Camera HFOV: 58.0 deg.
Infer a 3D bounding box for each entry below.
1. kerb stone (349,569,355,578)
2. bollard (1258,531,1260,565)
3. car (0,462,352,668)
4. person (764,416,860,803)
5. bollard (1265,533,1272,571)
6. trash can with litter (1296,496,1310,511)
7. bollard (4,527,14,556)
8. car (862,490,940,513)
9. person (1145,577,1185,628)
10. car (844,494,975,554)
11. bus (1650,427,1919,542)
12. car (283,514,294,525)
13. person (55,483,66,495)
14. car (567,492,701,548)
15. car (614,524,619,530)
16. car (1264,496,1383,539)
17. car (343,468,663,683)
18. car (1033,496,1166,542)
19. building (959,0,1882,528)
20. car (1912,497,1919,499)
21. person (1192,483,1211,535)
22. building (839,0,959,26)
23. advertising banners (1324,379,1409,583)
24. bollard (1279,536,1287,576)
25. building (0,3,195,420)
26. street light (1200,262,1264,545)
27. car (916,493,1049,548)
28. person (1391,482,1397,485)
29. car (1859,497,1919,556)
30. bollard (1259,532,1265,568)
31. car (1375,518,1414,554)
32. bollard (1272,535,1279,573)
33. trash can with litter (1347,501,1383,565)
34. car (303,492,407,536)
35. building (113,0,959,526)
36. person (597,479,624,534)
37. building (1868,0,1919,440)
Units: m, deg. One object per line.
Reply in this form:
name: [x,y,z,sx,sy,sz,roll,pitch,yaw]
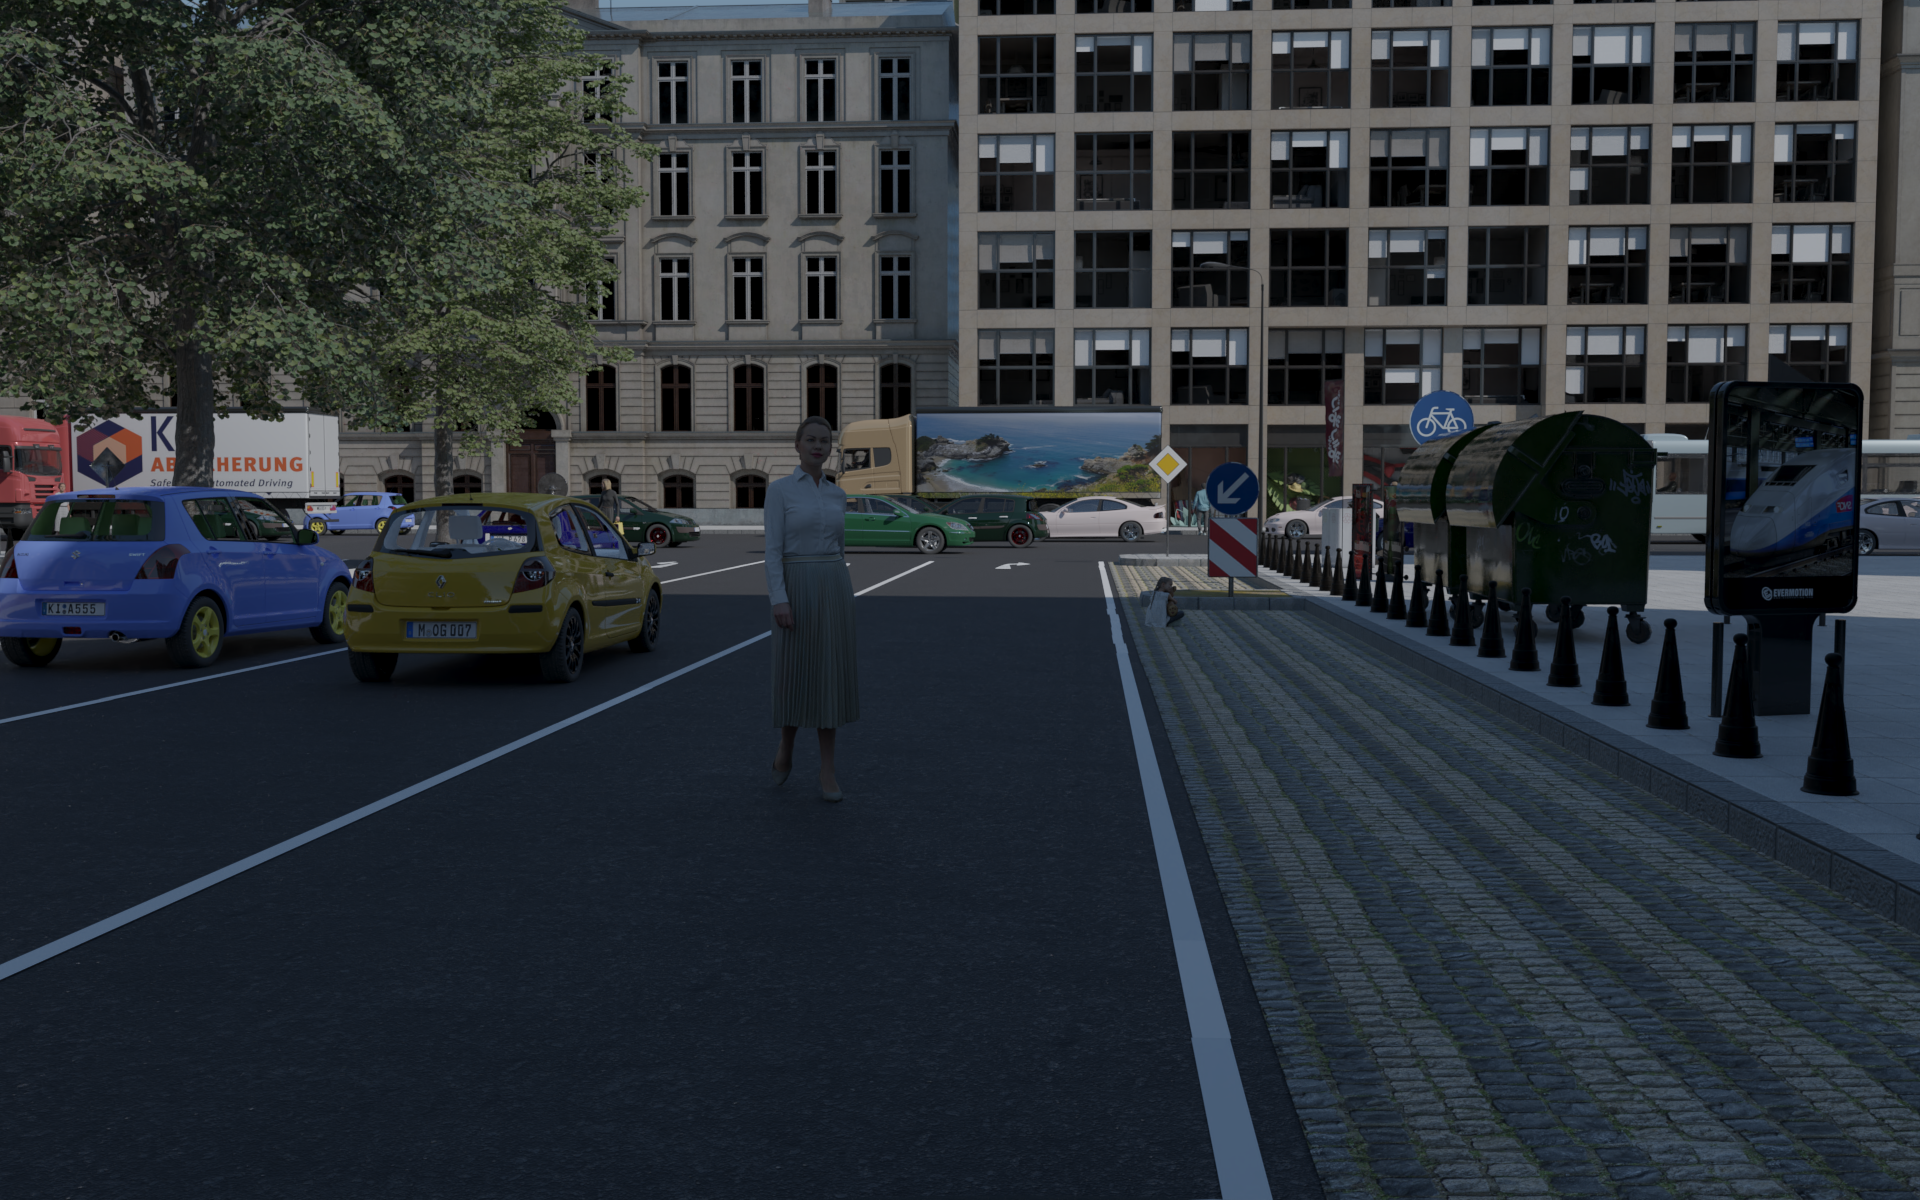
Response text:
kerb stone: [-10.381,-0.430,29.255,0.120,0.150,1.000,0,4,4]
bollard: [5.454,-0.924,31.148,0.229,0.601,0.229,0,3,0]
car: [-6.899,-0.369,15.623,1.945,1.707,3.694,0,4,6]
person: [-0.741,0.029,8.258,0.478,1.798,0.641,-1,4,-21]
bollard: [5.305,-0.799,29.098,0.229,0.601,0.229,0,3,0]
trash can with litter: [12.009,-3.153,62.610,2.233,1.210,1.678,-1,4,-17]
bollard: [-19.791,-1.226,36.079,0.229,0.601,0.229,0,3,0]
car: [-1.504,-2.648,53.089,4.222,1.686,2.009,0,4,6]
person: [2.197,0.019,18.662,0.357,0.543,0.381,-3,5,-45]
car: [-2.084,-1.854,42.109,4.920,1.459,2.131,0,4,4]
bus: [24.960,-3.381,50.143,13.247,3.499,2.948,0,4,2]
car: [-22.636,-2.650,53.109,4.222,1.686,2.009,0,4,5]
person: [-25.268,-2.432,48.836,0.524,1.755,0.480,2,4,26]
car: [-9.131,-2.259,46.726,4.222,1.686,2.009,0,4,5]
car: [-6.451,-0.894,27.198,1.945,1.354,3.894,0,4,5]
car: [12.159,-2.633,55.405,4.827,1.381,2.083,0,4,5]
car: [-3.688,-0.268,14.606,2.015,1.641,3.980,0,4,3]
car: [3.823,-2.443,52.301,4.827,1.381,2.083,0,4,5]
building: [17.602,-16.529,74.766,34.151,26.468,19.350,0,4,4]
car: [26.840,-2.126,47.118,4.827,1.381,2.083,0,4,3]
person: [8.456,-3.172,60.387,0.660,1.820,0.620,0,4,-5]
building: [-4.973,-48.770,235.634,20.611,71.187,20.563,0,4,4]
advertising banners: [6.033,-1.815,25.863,0.090,3.025,2.074,-1,4,-23]
bollard: [5.154,-0.673,27.039,0.229,0.601,0.229,0,3,0]
building: [-46.832,-17.041,75.887,25.104,27.353,12.463,0,4,4]
street light: [5.509,-3.809,34.816,1.470,5.913,1.316,0,4,4]
car: [0.293,-2.253,46.629,4.222,1.686,2.009,0,4,6]
person: [12.189,-2.414,48.386,0.534,1.772,0.576,2,4,29]
car: [21.975,-1.708,40.283,4.827,1.381,2.083,0,4,5]
bollard: [5.381,-0.861,30.122,0.229,0.601,0.229,0,3,0]
car: [11.187,-1.729,40.847,3.894,1.354,1.945,0,4,2]
bollard: [5.235,-0.736,28.069,0.229,0.601,0.229,0,3,0]
trash can with litter: [7.437,-1.222,31.362,1.055,1.170,0.624,-2,4,-26]
car: [-20.966,-3.103,60.324,3.694,1.707,1.945,0,4,5]
building: [-16.917,-15.648,74.922,34.723,24.649,14.460,0,4,4]
person: [-8.938,-2.099,43.036,0.699,1.804,1.509,-3,4,-36]
building: [49.474,-14.509,70.503,30.059,22.955,16.112,0,4,4]
